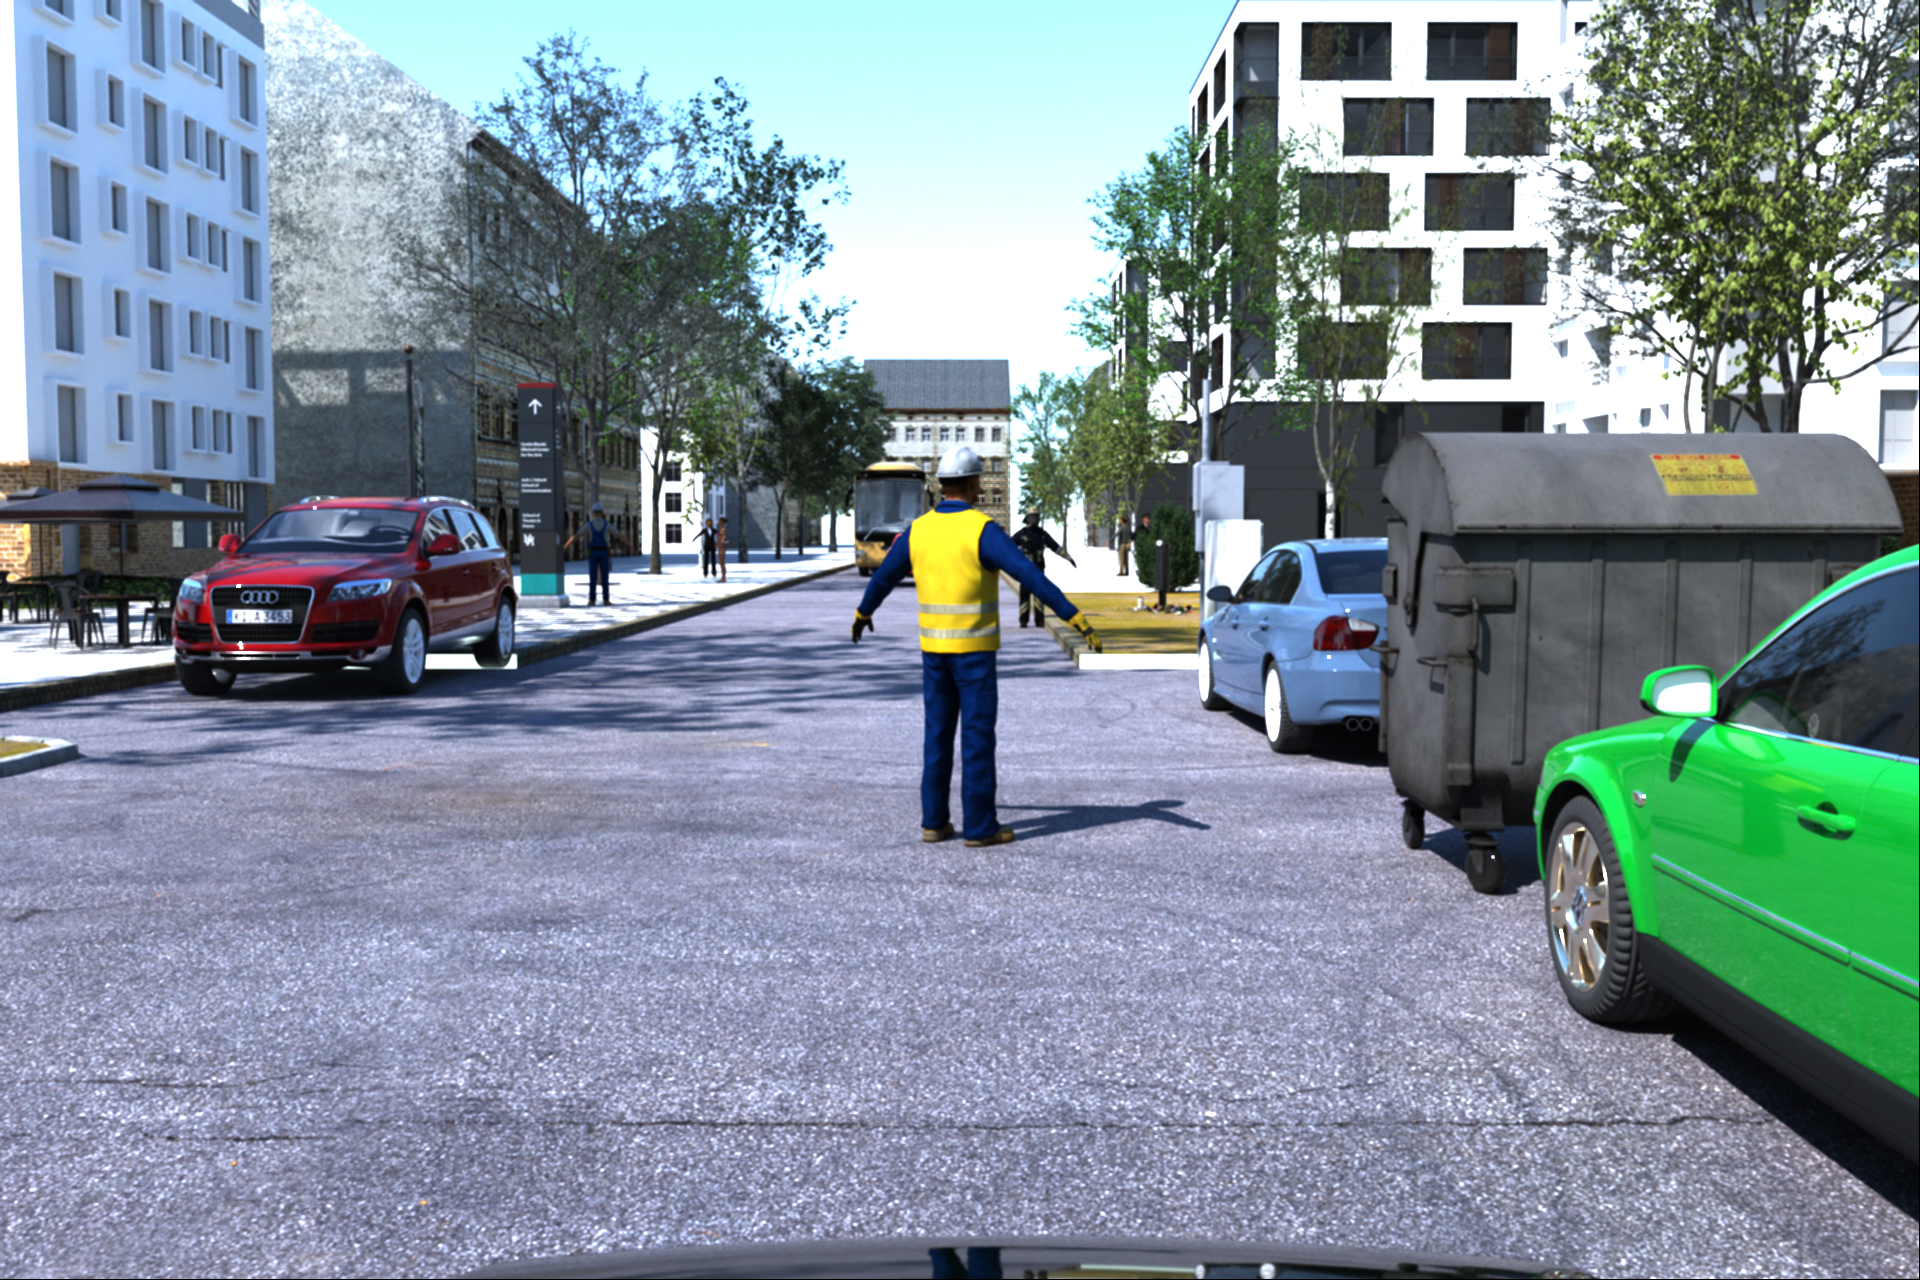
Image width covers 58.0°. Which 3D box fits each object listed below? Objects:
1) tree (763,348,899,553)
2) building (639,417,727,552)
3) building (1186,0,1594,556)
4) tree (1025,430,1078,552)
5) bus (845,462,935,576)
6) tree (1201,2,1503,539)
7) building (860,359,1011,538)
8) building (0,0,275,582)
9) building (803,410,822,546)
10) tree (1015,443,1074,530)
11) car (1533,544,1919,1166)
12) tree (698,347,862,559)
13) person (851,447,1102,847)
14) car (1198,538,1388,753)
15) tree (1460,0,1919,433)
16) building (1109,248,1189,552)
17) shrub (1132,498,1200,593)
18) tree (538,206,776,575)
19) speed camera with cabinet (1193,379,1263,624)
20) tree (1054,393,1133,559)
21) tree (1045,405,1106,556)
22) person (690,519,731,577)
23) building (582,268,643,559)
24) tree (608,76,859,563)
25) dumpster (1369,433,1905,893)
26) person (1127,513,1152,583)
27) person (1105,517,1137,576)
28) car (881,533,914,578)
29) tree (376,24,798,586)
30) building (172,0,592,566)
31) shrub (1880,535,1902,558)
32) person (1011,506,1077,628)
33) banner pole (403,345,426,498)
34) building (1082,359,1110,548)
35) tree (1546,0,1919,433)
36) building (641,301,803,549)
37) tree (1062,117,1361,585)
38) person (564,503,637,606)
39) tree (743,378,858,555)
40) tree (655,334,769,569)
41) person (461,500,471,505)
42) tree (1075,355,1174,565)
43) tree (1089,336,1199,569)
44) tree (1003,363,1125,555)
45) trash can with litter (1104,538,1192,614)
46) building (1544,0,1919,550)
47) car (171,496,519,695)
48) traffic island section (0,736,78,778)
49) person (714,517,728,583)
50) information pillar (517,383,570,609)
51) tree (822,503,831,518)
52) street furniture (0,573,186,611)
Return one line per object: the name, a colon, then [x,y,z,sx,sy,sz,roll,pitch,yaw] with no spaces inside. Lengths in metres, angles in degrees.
tree: [-8.854,-13.080,120.515,9.857,13.997,8.962,0,3,0]
building: [-23.171,-11.997,138.293,9.099,9.664,28.070,0,4,-1]
building: [24.533,-14.605,82.764,27.936,21.610,32.646,0,3,0]
tree: [6.199,-10.477,121.667,4.737,8.622,4.395,0,3,0]
bus: [-2.274,-4.361,62.850,2.896,3.916,12.252,0,4,0]
tree: [5.137,-4.565,24.999,4.360,8.622,3.978,0,3,0]
building: [-2.945,-23.390,215.817,18.063,23.208,19.493,0,4,0]
building: [-27.728,-11.471,43.969,16.016,20.090,11.380,0,4,0]
building: [-25.195,-21.935,189.558,19.493,23.208,18.063,0,4,0]
tree: [10.620,-18.098,214.024,7.486,12.596,7.792,0,3,0]
car: [2.685,0.311,3.713,1.959,1.807,4.718,0,4,0]
tree: [-9.201,-9.328,86.918,8.767,10.594,7.601,0,4,-4]
person: [0.015,0.023,8.044,1.349,1.833,0.705,2,4,31]
car: [2.881,-0.039,12.638,2.014,1.417,4.499,0,4,-1]
tree: [13.546,-7.207,28.203,12.009,13.543,11.850,0,3,0]
building: [25.839,-18.129,140.389,27.936,21.610,32.646,0,3,0]
shrub: [4.555,-2.071,37.896,1.661,2.075,1.752,0,3,0]
tree: [-9.451,-7.867,54.374,9.928,11.665,9.643,0,3,0]
speed camera with cabinet: [3.333,-1.665,21.553,0.660,3.252,2.038,0,4,0]
tree: [6.651,-8.493,89.216,4.737,8.622,4.395,0,3,0]
tree: [6.517,-9.108,99.281,4.360,8.622,3.978,0,3,0]
person: [-7.441,-2.742,51.555,1.216,1.740,0.721,-1,4,-13]
building: [-28.074,-15.994,92.430,19.493,23.208,18.063,0,4,0]
tree: [-10.477,-13.385,74.735,12.611,20.169,13.585,0,3,0]
dumpster: [2.785,0.052,7.373,1.865,1.857,1.264,0,4,-1]
person: [4.896,-2.413,45.382,1.347,1.837,0.705,-2,4,-29]
person: [4.968,-2.841,52.725,1.348,1.796,0.705,-3,5,-40]
car: [-1.174,-2.446,49.036,2.155,1.783,4.494,0,4,0]
tree: [-9.232,-8.108,42.940,12.009,13.543,11.850,0,3,0]
building: [-27.364,-14.849,73.709,19.493,23.208,18.063,0,4,1]
shrub: [19.476,-2.020,37.442,1.690,2.028,1.600,0,3,0]
person: [1.114,-1.119,26.527,1.354,1.856,0.705,-1,4,-11]
banner pole: [-7.286,-2.031,23.220,0.401,3.779,0.863,0,4,0]
building: [22.037,-20.697,169.316,19.493,23.208,18.063,0,4,0]
tree: [8.906,-4.258,19.989,4.737,8.622,4.395,0,3,0]
building: [-24.760,-20.186,160.969,19.493,23.208,18.063,0,4,0]
tree: [6.322,-7.238,44.105,9.928,11.665,9.643,0,3,0]
person: [-6.498,-1.548,31.159,1.347,1.847,0.705,-1,4,-11]
tree: [-9.793,-10.398,104.415,8.767,10.594,7.601,1,4,20]
tree: [-9.358,-6.918,63.466,4.737,8.622,4.395,0,3,0]
person: [-8.409,-1.446,29.407,0.705,1.858,1.354,-1,4,-9]
tree: [6.576,-7.391,71.208,4.737,8.622,4.395,0,3,0]
tree: [6.551,-6.931,63.681,4.737,8.622,4.395,0,3,0]
tree: [6.375,-11.049,106.406,9.928,11.665,9.643,0,3,0]
trash can with litter: [3.288,-1.074,28.620,1.678,1.210,2.233,0,3,0]
building: [25.387,-12.341,58.201,16.016,20.090,11.380,0,4,0]
car: [-5.887,-0.518,17.139,2.281,1.827,5.304,0,3,0]
traffic island section: [-6.626,0.751,10.582,1.991,0.108,1.994,0,3,0]
person: [-6.348,-2.377,45.666,0.721,1.733,1.217,-1,4,-14]
information pillar: [-7.244,-2.484,29.990,0.750,3.857,0.750,0,4,0]
tree: [-18.195,-17.055,213.254,7.601,10.594,8.767,0,4,-6]
street furniture: [-16.108,-1.036,32.570,10.072,0.657,5.734,3,5,44]
